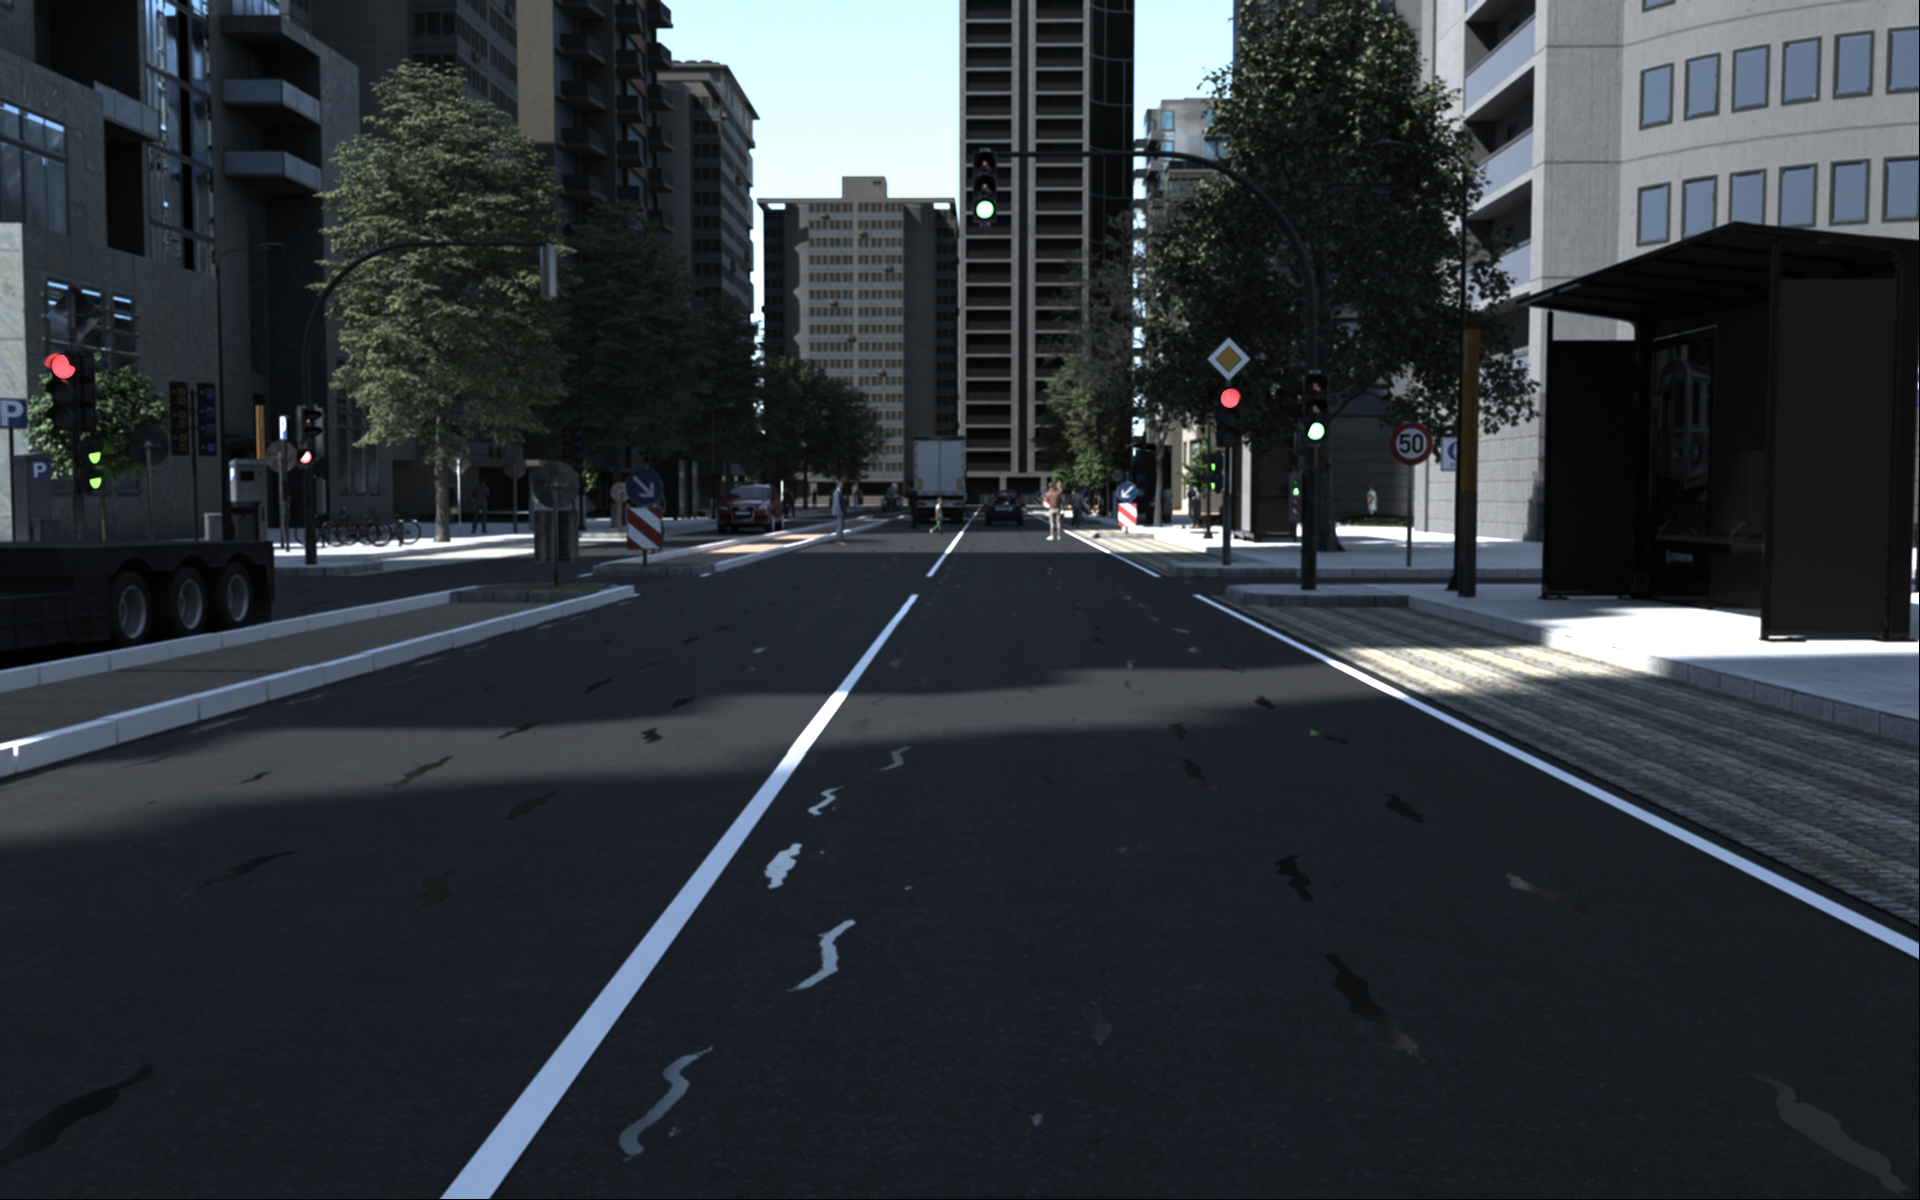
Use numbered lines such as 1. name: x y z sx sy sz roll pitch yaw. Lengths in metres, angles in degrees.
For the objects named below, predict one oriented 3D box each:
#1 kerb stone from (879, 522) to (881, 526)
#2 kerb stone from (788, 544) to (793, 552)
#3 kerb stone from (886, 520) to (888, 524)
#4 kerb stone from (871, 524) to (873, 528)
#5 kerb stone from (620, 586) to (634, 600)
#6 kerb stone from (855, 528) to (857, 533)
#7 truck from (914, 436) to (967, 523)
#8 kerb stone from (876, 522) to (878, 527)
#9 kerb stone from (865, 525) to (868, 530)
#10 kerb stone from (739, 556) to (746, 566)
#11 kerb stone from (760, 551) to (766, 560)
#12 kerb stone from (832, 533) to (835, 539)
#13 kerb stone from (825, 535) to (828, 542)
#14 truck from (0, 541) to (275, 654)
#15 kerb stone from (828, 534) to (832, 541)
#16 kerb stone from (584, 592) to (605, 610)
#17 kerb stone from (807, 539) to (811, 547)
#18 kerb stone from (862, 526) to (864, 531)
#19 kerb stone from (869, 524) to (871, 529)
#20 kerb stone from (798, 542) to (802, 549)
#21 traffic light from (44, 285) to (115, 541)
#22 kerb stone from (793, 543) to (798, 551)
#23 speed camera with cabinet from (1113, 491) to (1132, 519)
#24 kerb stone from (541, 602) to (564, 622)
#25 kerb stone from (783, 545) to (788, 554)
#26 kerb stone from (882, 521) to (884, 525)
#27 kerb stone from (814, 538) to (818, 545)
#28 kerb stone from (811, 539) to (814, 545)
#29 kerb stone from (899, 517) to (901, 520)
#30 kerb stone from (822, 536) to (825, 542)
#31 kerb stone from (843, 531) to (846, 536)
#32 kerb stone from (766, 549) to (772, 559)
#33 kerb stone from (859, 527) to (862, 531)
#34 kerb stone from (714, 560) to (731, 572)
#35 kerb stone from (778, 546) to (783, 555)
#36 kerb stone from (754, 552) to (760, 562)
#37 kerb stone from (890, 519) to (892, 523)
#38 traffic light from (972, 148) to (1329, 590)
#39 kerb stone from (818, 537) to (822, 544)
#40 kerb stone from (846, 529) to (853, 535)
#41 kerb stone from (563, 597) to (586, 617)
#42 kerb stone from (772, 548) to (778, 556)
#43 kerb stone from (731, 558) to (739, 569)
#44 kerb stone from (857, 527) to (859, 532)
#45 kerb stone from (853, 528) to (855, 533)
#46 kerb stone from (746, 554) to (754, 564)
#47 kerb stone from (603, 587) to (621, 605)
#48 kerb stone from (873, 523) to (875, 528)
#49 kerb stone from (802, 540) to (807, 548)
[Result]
1. kerb stone: -3.704 -3.322 76.505 0.120 0.150 1.000 0 4 1
2. kerb stone: -4.289 -1.252 42.667 0.120 0.150 1.000 0 4 1
3. kerb stone: -3.614 -3.633 81.631 0.120 0.150 1.000 0 4 1
4. kerb stone: -3.786 -3.002 71.360 0.120 0.150 1.000 0 4 1
5. kerb stone: -4.629 -0.095 23.748 0.120 0.150 1.000 0 4 1
6. kerb stone: -3.935 -2.506 63.175 0.120 0.150 1.000 0 4 1
7. truck: -1.024 -6.099 88.631 2.839 4.237 11.283 0 4 0
8. kerb stone: -3.731 -3.195 74.436 0.120 0.150 1.000 0 4 1
9. kerb stone: -3.839 -2.814 68.292 0.120 0.150 1.000 0 4 1
10. kerb stone: -4.431 -0.751 34.467 0.120 0.150 1.000 0 4 1
11. kerb stone: -4.388 -0.931 37.536 0.120 0.150 1.000 0 4 1
12. kerb stone: -4.091 -1.942 53.950 0.120 0.150 1.000 0 4 1
13. kerb stone: -4.128 -1.817 51.904 0.120 0.150 1.000 0 4 1
14. truck: -8.705 -1.168 8.848 2.967 4.110 18.799 0 4 2
15. kerb stone: -4.110 -1.877 52.926 0.120 0.150 1.000 0 4 1
16. kerb stone: -4.652 0.033 21.699 0.120 0.150 1.000 0 4 1
17. kerb stone: -4.213 -1.500 46.776 0.120 0.150 1.000 0 4 1
18. kerb stone: -3.881 -2.692 66.241 0.120 0.150 1.000 0 4 1
19. kerb stone: -3.799 -2.944 70.337 0.120 0.150 1.000 0 4 1
20. kerb stone: -4.254 -1.378 44.719 0.120 0.150 1.000 0 4 1
21. traffic light: -11.916 -2.108 23.379 0.839 4.253 0.868 0 4 1
22. kerb stone: -4.276 -1.313 43.697 0.120 0.150 1.000 0 4 1
23. speed camera with cabinet: 8.970 -5.832 89.694 2.038 3.252 0.660 -1 4 -10
24. kerb stone: -4.703 0.162 19.654 0.120 0.150 1.000 0 4 1
25. kerb stone: -4.313 -1.189 41.633 0.120 0.150 1.000 0 4 1
26. kerb stone: -3.657 -3.447 78.560 0.120 0.150 1.000 0 4 1
27. kerb stone: -4.186 -1.629 48.833 0.120 0.150 1.000 0 4 1
28. kerb stone: -4.207 -1.567 47.808 0.120 0.150 1.000 0 4 1
29. kerb stone: -3.408 -4.325 92.901 0.120 0.150 1.000 0 4 1
30. kerb stone: -4.148 -1.755 50.881 0.120 0.150 1.000 0 4 1
31. kerb stone: -4.020 -2.193 58.046 0.120 0.150 1.000 0 4 1
32. kerb stone: -4.361 -0.997 38.558 0.120 0.150 1.000 0 4 1
33. kerb stone: -3.896 -2.629 65.219 0.120 0.150 1.000 0 4 1
34. kerb stone: -4.467 -0.625 32.409 0.120 0.150 1.000 0 4 1
35. kerb stone: -4.324 -1.126 40.602 0.120 0.150 1.000 0 4 1
36. kerb stone: -4.402 -0.876 36.513 0.120 0.150 1.000 0 4 1
37. kerb stone: -3.549 -3.823 84.701 0.120 0.150 1.000 0 4 1
38. traffic light: 2.549 -2.956 23.001 4.771 5.953 1.251 0 4 1
39. kerb stone: -4.162 -1.692 49.859 0.120 0.150 1.000 0 4 1
40. kerb stone: -3.972 -2.378 61.121 0.120 0.150 1.000 0 4 1
41. kerb stone: -4.677 0.093 20.678 0.120 0.150 1.000 0 4 1
42. kerb stone: -4.346 -1.063 39.580 0.120 0.150 1.000 0 4 1
43. kerb stone: -4.455 -0.688 33.445 0.120 0.150 1.000 0 4 1
44. kerb stone: -3.918 -2.565 64.197 0.120 0.150 1.000 0 4 1
45. kerb stone: -3.950 -2.444 62.153 0.120 0.150 1.000 0 4 1
46. kerb stone: -4.411 -0.811 35.491 0.120 0.150 1.000 0 4 1
47. kerb stone: -4.643 -0.032 22.726 0.120 0.150 1.000 0 4 1
48. kerb stone: -3.763 -3.070 72.387 0.120 0.150 1.000 0 4 1
49. kerb stone: -4.231 -1.439 45.754 0.120 0.150 1.000 0 4 1
